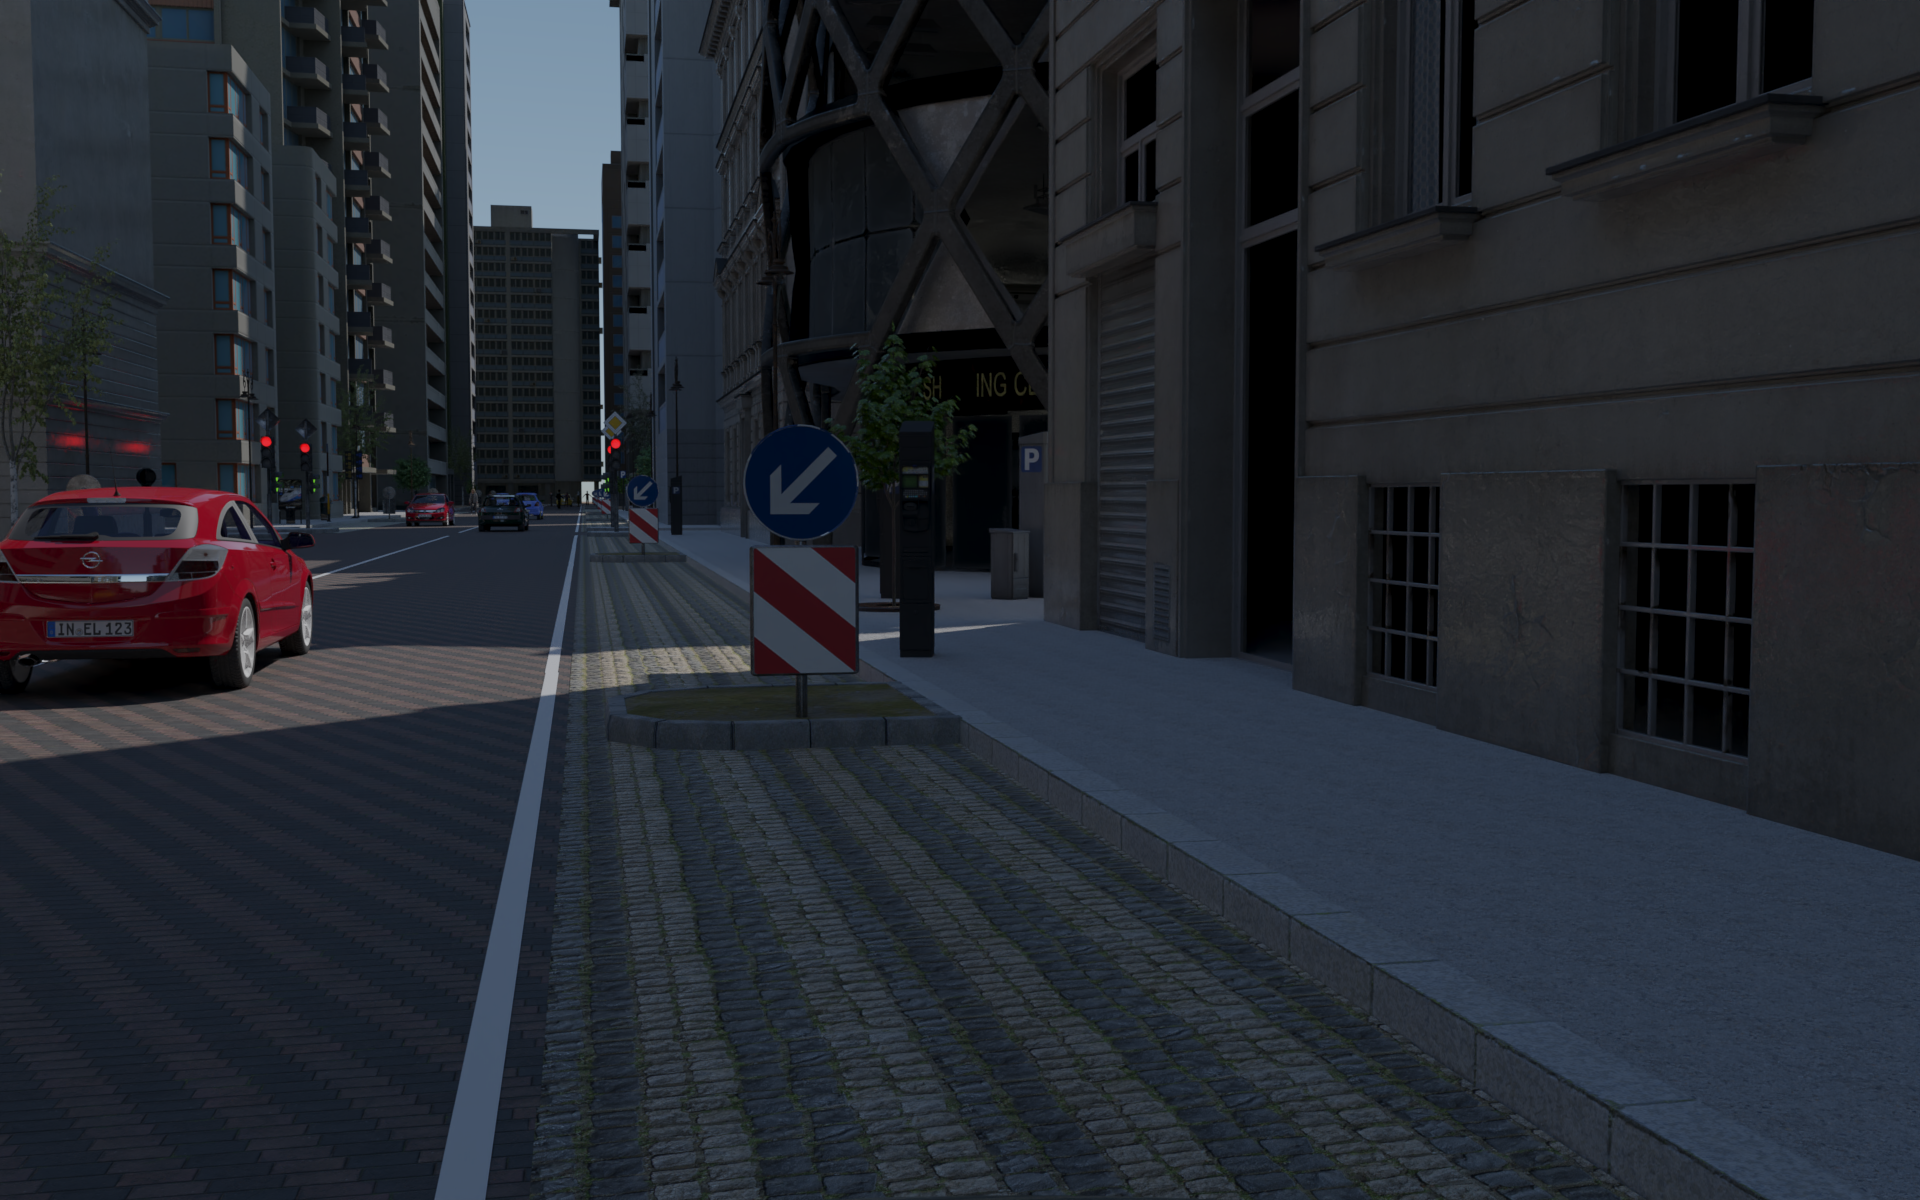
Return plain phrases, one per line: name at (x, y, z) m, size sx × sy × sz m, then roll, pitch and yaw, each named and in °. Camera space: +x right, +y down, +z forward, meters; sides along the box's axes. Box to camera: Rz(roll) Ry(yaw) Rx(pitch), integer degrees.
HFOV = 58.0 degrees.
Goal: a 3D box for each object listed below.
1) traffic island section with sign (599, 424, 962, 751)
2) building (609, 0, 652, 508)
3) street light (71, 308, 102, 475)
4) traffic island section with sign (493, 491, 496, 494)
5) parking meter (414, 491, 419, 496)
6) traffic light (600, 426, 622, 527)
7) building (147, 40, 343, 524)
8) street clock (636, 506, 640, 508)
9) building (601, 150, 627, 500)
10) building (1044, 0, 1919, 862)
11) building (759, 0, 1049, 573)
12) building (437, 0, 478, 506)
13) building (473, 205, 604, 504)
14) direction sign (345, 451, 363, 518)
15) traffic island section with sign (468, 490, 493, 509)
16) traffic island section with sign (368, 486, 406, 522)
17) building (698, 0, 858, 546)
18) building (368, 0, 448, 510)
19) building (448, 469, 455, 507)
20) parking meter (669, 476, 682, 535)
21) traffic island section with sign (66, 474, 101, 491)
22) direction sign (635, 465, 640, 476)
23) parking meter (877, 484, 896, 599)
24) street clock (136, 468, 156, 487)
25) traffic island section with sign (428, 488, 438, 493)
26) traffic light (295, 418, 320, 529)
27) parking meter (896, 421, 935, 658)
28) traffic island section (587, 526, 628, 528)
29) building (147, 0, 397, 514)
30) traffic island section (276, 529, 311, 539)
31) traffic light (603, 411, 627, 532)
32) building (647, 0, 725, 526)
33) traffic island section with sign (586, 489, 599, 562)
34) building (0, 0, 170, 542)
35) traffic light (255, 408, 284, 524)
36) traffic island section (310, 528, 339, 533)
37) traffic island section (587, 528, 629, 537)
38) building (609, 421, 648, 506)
traffic island section with sign at (-1.162, -0.120, 10.595) m, size 1.989 × 1.847 × 2.006 m, roll -1°, pitch 4°, yaw -12°
building at (-17.967, -35.117, 163.399) m, size 28.713 × 52.752 × 27.495 m, roll -1°, pitch 4°, yaw -12°
street light at (-21.740, -4.300, 43.098) m, size 0.468 × 5.910 × 1.993 m, roll -1°, pitch 4°, yaw -12°
traffic island section with sign at (-51.547, -11.180, 191.417) m, size 1.989 × 1.847 × 2.006 m, roll -1°, pitch 4°, yaw -12°
parking meter at (-43.113, -7.890, 137.405) m, size 0.372 × 1.533 × 0.369 m, roll 0°, pitch 3°, yaw 0°
traffic light at (-13.395, -4.750, 66.583) m, size 0.839 × 4.253 × 0.868 m, roll -1°, pitch 4°, yaw -12°
building at (-44.550, -14.256, 78.127) m, size 27.650 × 21.520 × 28.899 m, roll -1°, pitch 4°, yaw -12°
street clock at (-19.552, -6.150, 105.125) m, size 0.471 × 2.002 × 0.358 m, roll -3°, pitch 5°, yaw -41°
building at (-40.057, -35.462, 229.915) m, size 14.200 × 45.320 × 14.600 m, roll -1°, pitch 4°, yaw -12°
building at (10.962, -10.471, 4.492) m, size 16.112 × 22.955 × 30.059 m, roll -1°, pitch 4°, yaw -12°
building at (4.526, -10.128, 33.047) m, size 16.820 × 18.784 × 16.811 m, roll -1°, pitch 4°, yaw -12°
building at (-70.246, -40.092, 197.495) m, size 28.212 × 58.520 × 21.231 m, roll -1°, pitch 4°, yaw -12°
building at (-60.850, -33.269, 235.829) m, size 23.993 × 40.220 × 32.217 m, roll -1°, pitch 4°, yaw -12°
direction sign at (-31.914, -6.069, 91.220) m, size 0.876 × 3.537 × 0.379 m, roll -2°, pitch 4°, yaw -29°
traffic island section with sign at (-45.704, -9.536, 164.542) m, size 1.989 × 1.847 × 2.006 m, roll -1°, pitch 4°, yaw -12°
traffic island section with sign at (-29.223, -4.900, 88.741) m, size 1.989 × 1.847 × 2.006 m, roll -1°, pitch 4°, yaw -12°
building at (-1.678, -11.395, 50.937) m, size 10.561 × 19.102 × 19.286 m, roll -1°, pitch 4°, yaw -12°
building at (-55.086, -31.874, 144.838) m, size 21.300 × 48.544 × 21.600 m, roll -1°, pitch 4°, yaw -12°
building at (-59.624, -44.432, 164.720) m, size 20.563 × 71.187 × 20.611 m, roll -1°, pitch 4°, yaw -12°
parking meter at (-8.914, -2.972, 54.310) m, size 0.399 × 1.863 × 0.255 m, roll -1°, pitch 4°, yaw -10°
traffic island section with sign at (-17.351, -1.560, 34.137) m, size 1.989 × 1.847 × 2.006 m, roll -1°, pitch 4°, yaw -12°
direction sign at (-25.120, -8.797, 135.834) m, size 0.379 × 3.537 × 0.876 m, roll 2°, pitch 4°, yaw 32°
parking meter at (-0.800, -0.952, 21.284) m, size 0.399 × 1.863 × 0.255 m, roll 1°, pitch 4°, yaw 15°
street clock at (-22.867, -2.700, 48.714) m, size 0.358 × 2.002 × 0.471 m, roll 3°, pitch 5°, yaw 42°
traffic island section with sign at (-34.956, -6.511, 115.081) m, size 1.989 × 1.847 × 2.006 m, roll -1°, pitch 4°, yaw -12°
traffic light at (-24.201, -4.606, 64.226) m, size 0.839 × 4.253 × 0.868 m, roll -1°, pitch 4°, yaw -12°
parking meter at (-0.339, -0.487, 13.679) m, size 0.255 × 1.863 × 0.399 m, roll 0°, pitch 4°, yaw 3°
traffic island section at (-13.354, -2.717, 66.706) m, size 2.009 × 0.180 × 2.903 m, roll -1°, pitch 4°, yaw -12°
building at (-49.802, -28.093, 113.951) m, size 22.147 × 44.769 × 28.867 m, roll -1°, pitch 4°, yaw -12°
traffic island section at (-22.546, -2.096, 56.548) m, size 2.009 × 0.180 × 2.903 m, roll -1°, pitch 4°, yaw -12°
traffic light at (-11.699, -4.273, 58.780) m, size 0.839 × 4.253 × 0.868 m, roll -1°, pitch 4°, yaw -12°
building at (0.659, -32.729, 77.112) m, size 28.212 × 58.520 × 21.231 m, roll -1°, pitch 4°, yaw -12°
traffic island section with sign at (-6.893, -1.732, 36.944) m, size 1.989 × 1.847 × 2.006 m, roll -1°, pitch 4°, yaw -12°
building at (-40.411, -13.819, 45.018) m, size 34.723 × 24.649 × 14.460 m, roll -1°, pitch 4°, yaw -12°
traffic light at (-22.505, -4.129, 56.423) m, size 0.839 × 4.253 × 0.868 m, roll -1°, pitch 4°, yaw -12°
traffic island section at (-24.243, -2.573, 64.352) m, size 2.009 × 0.180 × 2.903 m, roll -1°, pitch 4°, yaw -12°
traffic island section at (-11.657, -2.240, 58.902) m, size 2.009 × 0.180 × 2.903 m, roll -1°, pitch 4°, yaw -12°
building at (-31.529, -46.928, 205.516) m, size 20.563 × 71.187 × 20.611 m, roll -1°, pitch 4°, yaw -12°
